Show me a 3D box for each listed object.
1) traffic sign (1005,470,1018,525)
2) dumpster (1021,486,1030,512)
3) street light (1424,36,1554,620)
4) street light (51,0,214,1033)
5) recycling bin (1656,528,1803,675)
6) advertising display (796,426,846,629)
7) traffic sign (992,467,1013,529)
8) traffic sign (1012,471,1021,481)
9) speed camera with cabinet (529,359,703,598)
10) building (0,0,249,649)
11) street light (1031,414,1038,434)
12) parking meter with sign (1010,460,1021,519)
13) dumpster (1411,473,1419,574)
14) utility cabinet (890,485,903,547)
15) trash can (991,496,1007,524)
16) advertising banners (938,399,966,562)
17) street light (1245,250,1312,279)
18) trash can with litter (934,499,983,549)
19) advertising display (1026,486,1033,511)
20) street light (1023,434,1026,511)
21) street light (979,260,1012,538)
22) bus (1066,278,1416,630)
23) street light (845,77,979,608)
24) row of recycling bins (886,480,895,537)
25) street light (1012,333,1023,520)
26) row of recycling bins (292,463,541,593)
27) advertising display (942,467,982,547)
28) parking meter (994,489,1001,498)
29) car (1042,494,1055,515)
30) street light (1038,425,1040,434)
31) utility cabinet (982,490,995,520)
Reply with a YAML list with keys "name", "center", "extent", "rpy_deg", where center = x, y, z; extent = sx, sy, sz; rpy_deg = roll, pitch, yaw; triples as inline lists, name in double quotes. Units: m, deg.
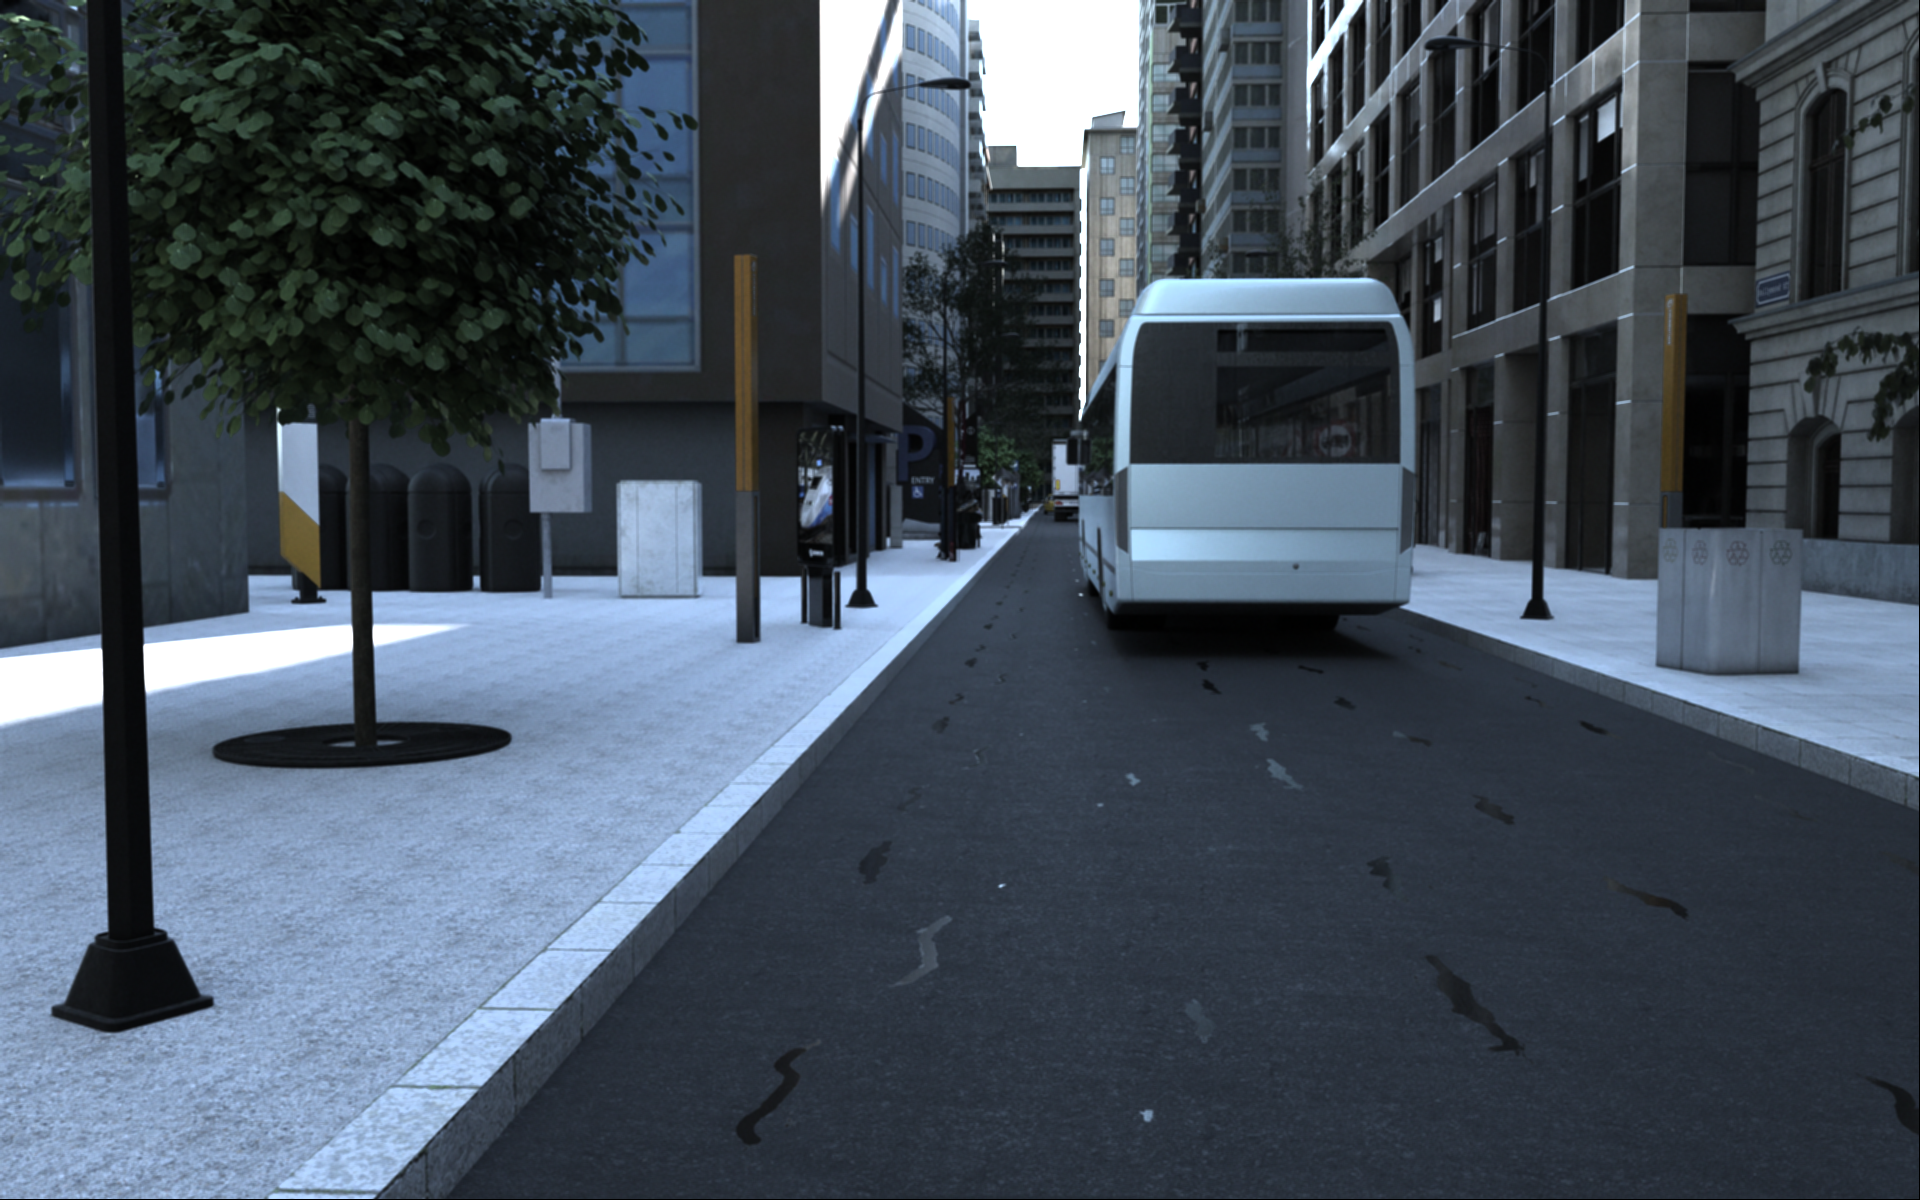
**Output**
- name: "traffic sign"
  center: [1.978, -4.131, 71.187]
  extent: [0.795, 2.450, 0.064]
  rpy_deg: [0, 4, 3]
- name: "dumpster"
  center: [4.150, -7.279, 121.497]
  extent: [1.502, 2.255, 1.985]
  rpy_deg: [0, 4, 3]
- name: "street light"
  center: [5.416, -2.764, 17.731]
  extent: [1.470, 5.913, 1.316]
  rpy_deg: [0, 4, 3]
- name: "street light"
  center: [-1.516, -1.930, 4.091]
  extent: [1.470, 5.913, 1.316]
  rpy_deg: [0, 4, 3]
- name: "recycling bin"
  center: [5.598, -0.004, 12.627]
  extent: [0.722, 1.027, 0.722]
  rpy_deg: [-1, 4, -11]
- name: "advertising display"
  center: [-1.354, -0.707, 16.770]
  extent: [0.123, 1.923, 0.974]
  rpy_deg: [-2, 4, -27]
- name: "traffic sign"
  center: [1.552, -3.643, 63.213]
  extent: [0.795, 2.450, 0.064]
  rpy_deg: [0, 4, 3]
- name: "traffic sign"
  center: [2.932, -5.773, 94.501]
  extent: [0.768, 2.556, 0.104]
  rpy_deg: [1, 4, 13]
- name: "speed camera with cabinet"
  center: [-4.252, -1.658, 21.452]
  extent: [2.038, 3.252, 0.660]
  rpy_deg: [0, 4, -2]
- name: "building"
  center: [-17.683, -42.111, 1.180]
  extent: [22.319, 86.520, 31.000]
  rpy_deg: [0, 4, 3]
- name: "street light"
  center: [2.971, -6.923, 85.738]
  extent: [1.470, 5.913, 1.316]
  rpy_deg: [0, 4, 3]
- name: "parking meter with sign"
  center: [2.871, -5.732, 89.972]
  extent: [0.543, 3.016, 1.738]
  rpy_deg: [1, 4, 8]
- name: "dumpster"
  center: [6.646, -1.360, 27.993]
  extent: [1.264, 1.857, 1.865]
  rpy_deg: [0, 4, 3]
- name: "utility cabinet"
  center: [-1.522, -2.011, 41.567]
  extent: [0.318, 1.500, 1.173]
  rpy_deg: [0, 4, -2]
- name: "trash can"
  center: [1.689, -3.814, 74.017]
  extent: [0.748, 1.137, 0.748]
  rpy_deg: [0, 3, 0]
- name: "advertising banners"
  center: [-0.146, -2.253, 33.027]
  extent: [0.090, 3.025, 2.074]
  rpy_deg: [-1, 4, -13]
- name: "street light"
  center: [6.141, -3.708, 33.166]
  extent: [1.470, 5.913, 1.316]
  rpy_deg: [0, 4, 3]
- name: "trash can with litter"
  center: [-0.035, -1.769, 40.312]
  extent: [1.055, 1.170, 0.624]
  rpy_deg: [-2, 4, -27]
- name: "advertising display"
  center: [5.204, -7.874, 133.950]
  extent: [0.974, 1.923, 0.123]
  rpy_deg: [3, 5, 42]
- name: "street light"
  center: [2.023, -6.022, 71.002]
  extent: [1.470, 5.913, 1.316]
  rpy_deg: [0, 4, 3]
- name: "street light"
  center: [0.242, -3.796, 34.612]
  extent: [1.470, 5.913, 1.316]
  rpy_deg: [0, 4, 3]
- name: "bus"
  center: [2.893, -1.626, 21.449]
  extent: [2.948, 3.499, 13.247]
  rpy_deg: [0, 4, 2]
- name: "street light"
  center: [-0.579, -2.871, 19.484]
  extent: [1.470, 5.913, 1.316]
  rpy_deg: [0, 4, 3]
- name: "row of recycling bins"
  center: [-3.507, -2.762, 52.276]
  extent: [3.534, 1.692, 1.069]
  rpy_deg: [1, 4, 22]
- name: "street light"
  center: [1.012, -4.749, 50.185]
  extent: [1.470, 5.913, 1.316]
  rpy_deg: [0, 4, 3]
- name: "row of recycling bins"
  center: [-7.284, -0.979, 23.113]
  extent: [3.534, 1.692, 1.069]
  rpy_deg: [1, 4, 10]
- name: "advertising display"
  center: [0.051, -2.219, 41.488]
  extent: [0.974, 1.923, 0.123]
  rpy_deg: [-1, 4, -22]
- name: "parking meter"
  center: [1.963, -4.975, 89.758]
  extent: [0.372, 1.533, 0.369]
  rpy_deg: [0, 3, 0]
- name: "car"
  center: [6.813, -6.884, 122.769]
  extent: [2.015, 1.641, 3.980]
  rpy_deg: [0, 4, 2]
- name: "street light"
  center: [3.769, -7.834, 100.626]
  extent: [1.470, 5.913, 1.316]
  rpy_deg: [0, 4, 3]
- name: "utility cabinet"
  center: [1.371, -4.680, 85.189]
  extent: [0.318, 1.500, 1.173]
  rpy_deg: [-1, 4, -19]
